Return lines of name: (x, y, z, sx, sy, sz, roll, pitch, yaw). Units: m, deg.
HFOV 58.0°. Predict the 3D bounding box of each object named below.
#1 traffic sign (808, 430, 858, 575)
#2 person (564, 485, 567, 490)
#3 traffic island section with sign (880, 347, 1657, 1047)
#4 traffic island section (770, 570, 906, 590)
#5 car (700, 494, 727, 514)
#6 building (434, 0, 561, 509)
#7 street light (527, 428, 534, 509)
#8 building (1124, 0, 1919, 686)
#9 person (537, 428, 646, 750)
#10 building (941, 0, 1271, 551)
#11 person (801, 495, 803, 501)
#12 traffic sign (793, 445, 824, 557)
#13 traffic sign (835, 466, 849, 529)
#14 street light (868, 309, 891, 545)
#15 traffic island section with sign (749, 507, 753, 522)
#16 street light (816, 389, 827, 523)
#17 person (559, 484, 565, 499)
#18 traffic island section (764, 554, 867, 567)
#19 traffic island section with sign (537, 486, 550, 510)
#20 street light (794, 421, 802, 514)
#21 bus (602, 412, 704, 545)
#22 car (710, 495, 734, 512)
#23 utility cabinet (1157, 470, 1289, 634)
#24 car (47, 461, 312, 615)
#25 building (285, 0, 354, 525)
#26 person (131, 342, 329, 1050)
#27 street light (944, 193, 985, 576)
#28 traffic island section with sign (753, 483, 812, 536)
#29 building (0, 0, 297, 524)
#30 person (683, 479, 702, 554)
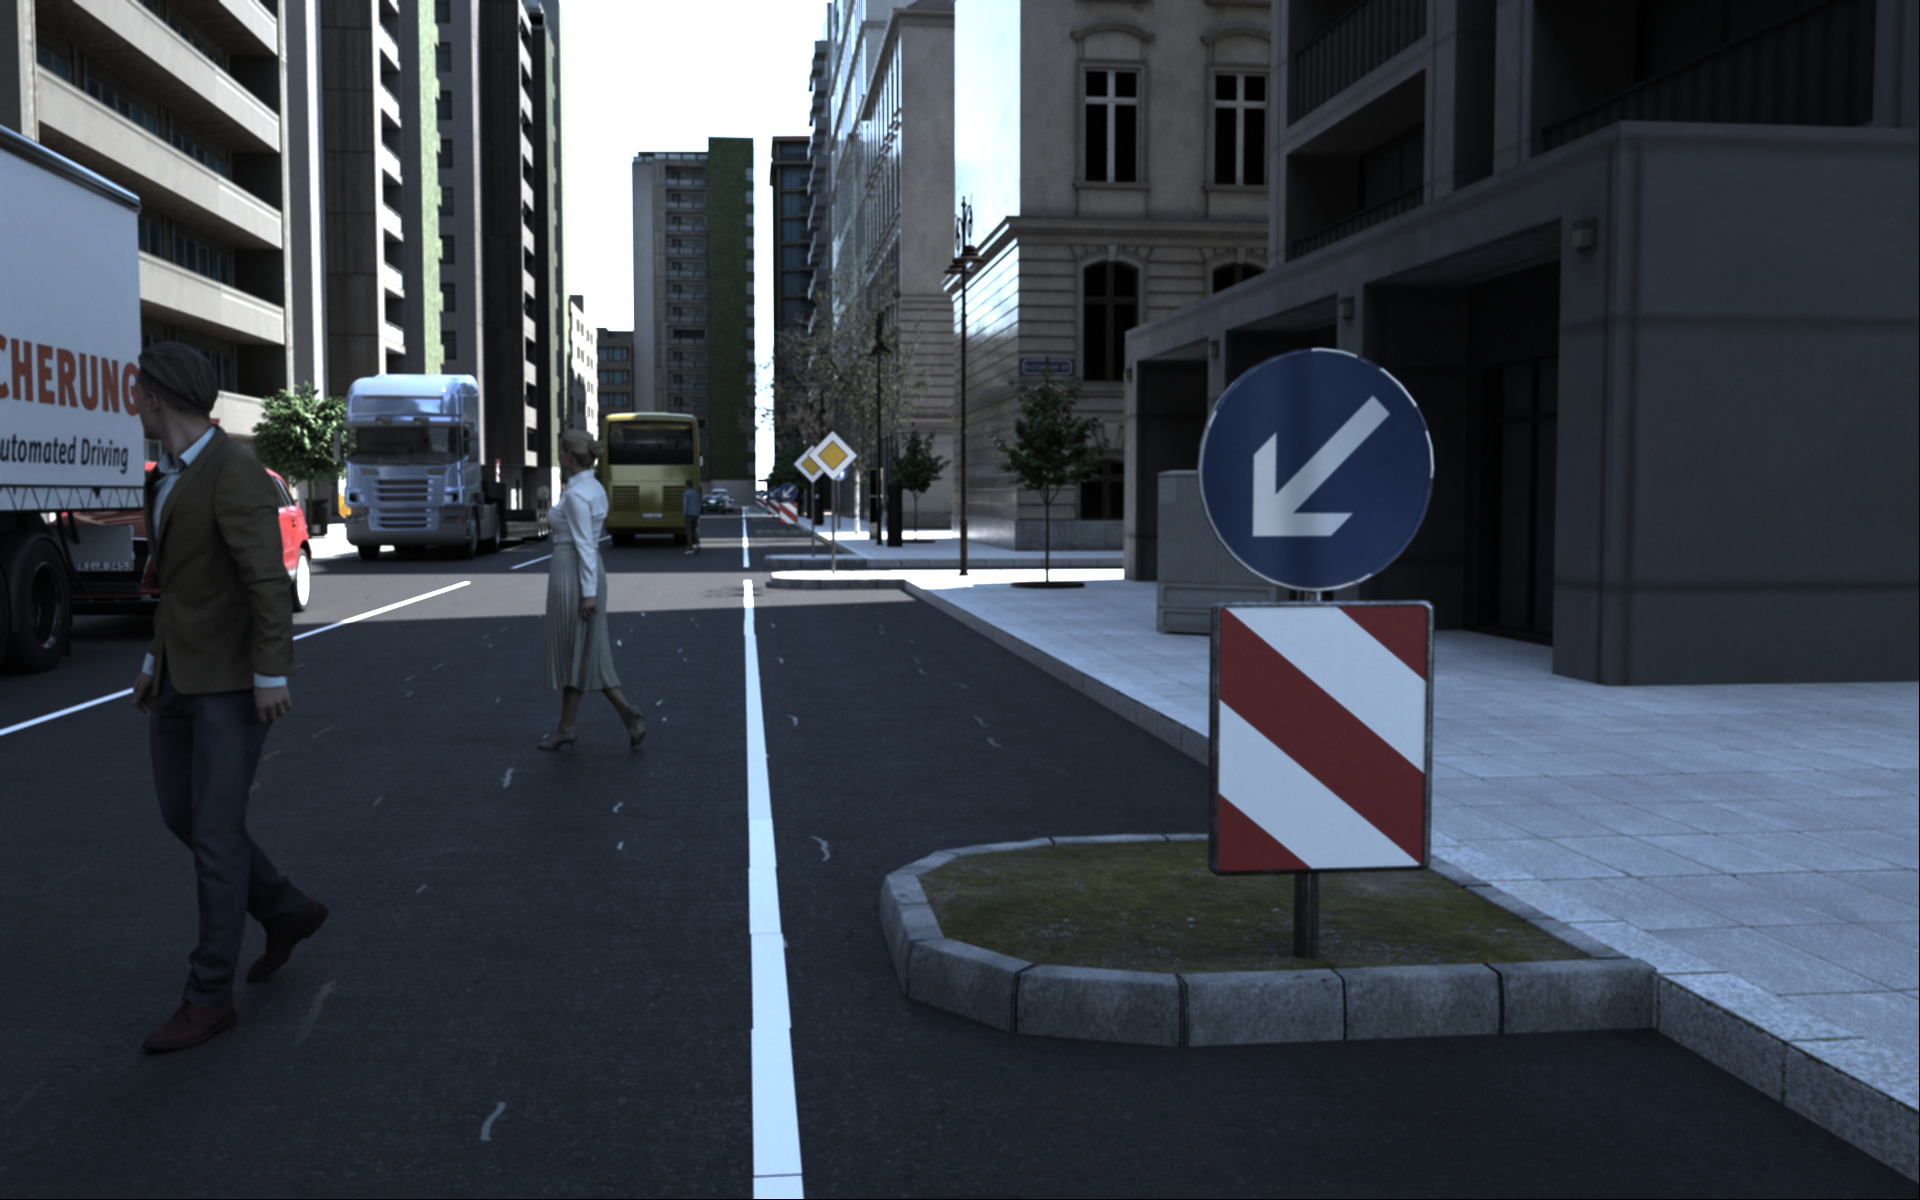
traffic sign: (-2.003, -1.448, 27.325, 0.795, 2.450, 0.064, 0, 4, -7)
person: (-15.827, -3.719, 69.505, 0.583, 1.804, 0.606, -3, 5, -41)
traffic island section with sign: (0.771, 0.194, 5.464, 1.989, 1.847, 2.006, 0, 4, -7)
traffic island section: (-1.981, -0.313, 27.405, 2.009, 0.180, 2.903, 0, 4, -7)
car: (-17.979, -6.972, 125.793, 2.131, 1.459, 4.920, -1, 4, -9)
building: (-30.805, -19.988, 98.508, 14.160, 30.474, 14.107, 0, 4, -7)
street light: (-24.736, -7.747, 99.446, 0.468, 5.910, 1.993, 0, 4, -7)
building: (13.880, -35.283, 15.136, 20.563, 71.187, 20.611, 0, 4, -7)
person: (-2.063, -0.059, 9.684, 0.641, 1.798, 0.478, 1, 4, 15)
building: (17.395, -13.841, 45.393, 34.723, 24.649, 14.460, 0, 4, -7)
person: (-17.159, -11.075, 190.520, 0.436, 1.711, 0.756, 2, 4, 32)
traffic sign: (-2.997, -1.933, 35.248, 0.795, 2.450, 0.064, 0, 4, -7)
traffic sign: (-4.396, -3.839, 62.877, 0.768, 2.556, 0.104, 0, 4, -5)
street light: (-2.032, -4.324, 43.482, 0.468, 5.910, 1.993, 0, 4, -7)
traffic island section with sign: (-9.584, -4.852, 87.966, 1.989, 1.847, 2.006, 0, 4, -7)
street light: (-6.071, -6.331, 76.307, 0.468, 5.910, 1.993, 0, 4, -7)
person: (-16.177, -3.831, 70.912, 0.659, 1.850, 0.755, 1, 4, 22)
traffic island section: (-2.975, -0.798, 35.328, 2.009, 0.180, 2.903, 0, 4, -7)
traffic island section with sign: (-20.742, -4.757, 86.406, 1.989, 1.847, 2.006, 0, 4, -7)
street light: (-10.234, -8.338, 109.117, 0.468, 5.910, 1.993, 0, 4, -7)
bus: (-9.079, -3.679, 51.704, 2.896, 3.916, 12.252, -1, 4, -9)
car: (-19.103, -7.714, 138.483, 2.083, 1.381, 4.827, -1, 4, -8)
utility cabinet: (2.375, -0.428, 15.683, 1.173, 1.500, 0.318, 2, 4, 33)
car: (-8.734, -0.656, 19.406, 2.281, 1.827, 5.304, -1, 4, -9)
building: (-31.113, -23.970, 75.506, 14.154, 41.232, 14.086, 0, 4, -7)
person: (-2.064, 0.222, 4.785, 0.656, 1.842, 0.836, 1, 4, 12)
street light: (0.061, -3.317, 27.014, 0.468, 5.910, 1.993, 0, 4, -7)
traffic island section with sign: (-6.115, -3.163, 60.343, 1.989, 1.847, 2.006, 0, 4, -7)
building: (-30.744, -25.642, 42.949, 21.300, 48.544, 21.600, 0, 4, -7)
person: (-6.415, -1.994, 41.447, 0.601, 1.785, 0.444, -3, 5, -41)
